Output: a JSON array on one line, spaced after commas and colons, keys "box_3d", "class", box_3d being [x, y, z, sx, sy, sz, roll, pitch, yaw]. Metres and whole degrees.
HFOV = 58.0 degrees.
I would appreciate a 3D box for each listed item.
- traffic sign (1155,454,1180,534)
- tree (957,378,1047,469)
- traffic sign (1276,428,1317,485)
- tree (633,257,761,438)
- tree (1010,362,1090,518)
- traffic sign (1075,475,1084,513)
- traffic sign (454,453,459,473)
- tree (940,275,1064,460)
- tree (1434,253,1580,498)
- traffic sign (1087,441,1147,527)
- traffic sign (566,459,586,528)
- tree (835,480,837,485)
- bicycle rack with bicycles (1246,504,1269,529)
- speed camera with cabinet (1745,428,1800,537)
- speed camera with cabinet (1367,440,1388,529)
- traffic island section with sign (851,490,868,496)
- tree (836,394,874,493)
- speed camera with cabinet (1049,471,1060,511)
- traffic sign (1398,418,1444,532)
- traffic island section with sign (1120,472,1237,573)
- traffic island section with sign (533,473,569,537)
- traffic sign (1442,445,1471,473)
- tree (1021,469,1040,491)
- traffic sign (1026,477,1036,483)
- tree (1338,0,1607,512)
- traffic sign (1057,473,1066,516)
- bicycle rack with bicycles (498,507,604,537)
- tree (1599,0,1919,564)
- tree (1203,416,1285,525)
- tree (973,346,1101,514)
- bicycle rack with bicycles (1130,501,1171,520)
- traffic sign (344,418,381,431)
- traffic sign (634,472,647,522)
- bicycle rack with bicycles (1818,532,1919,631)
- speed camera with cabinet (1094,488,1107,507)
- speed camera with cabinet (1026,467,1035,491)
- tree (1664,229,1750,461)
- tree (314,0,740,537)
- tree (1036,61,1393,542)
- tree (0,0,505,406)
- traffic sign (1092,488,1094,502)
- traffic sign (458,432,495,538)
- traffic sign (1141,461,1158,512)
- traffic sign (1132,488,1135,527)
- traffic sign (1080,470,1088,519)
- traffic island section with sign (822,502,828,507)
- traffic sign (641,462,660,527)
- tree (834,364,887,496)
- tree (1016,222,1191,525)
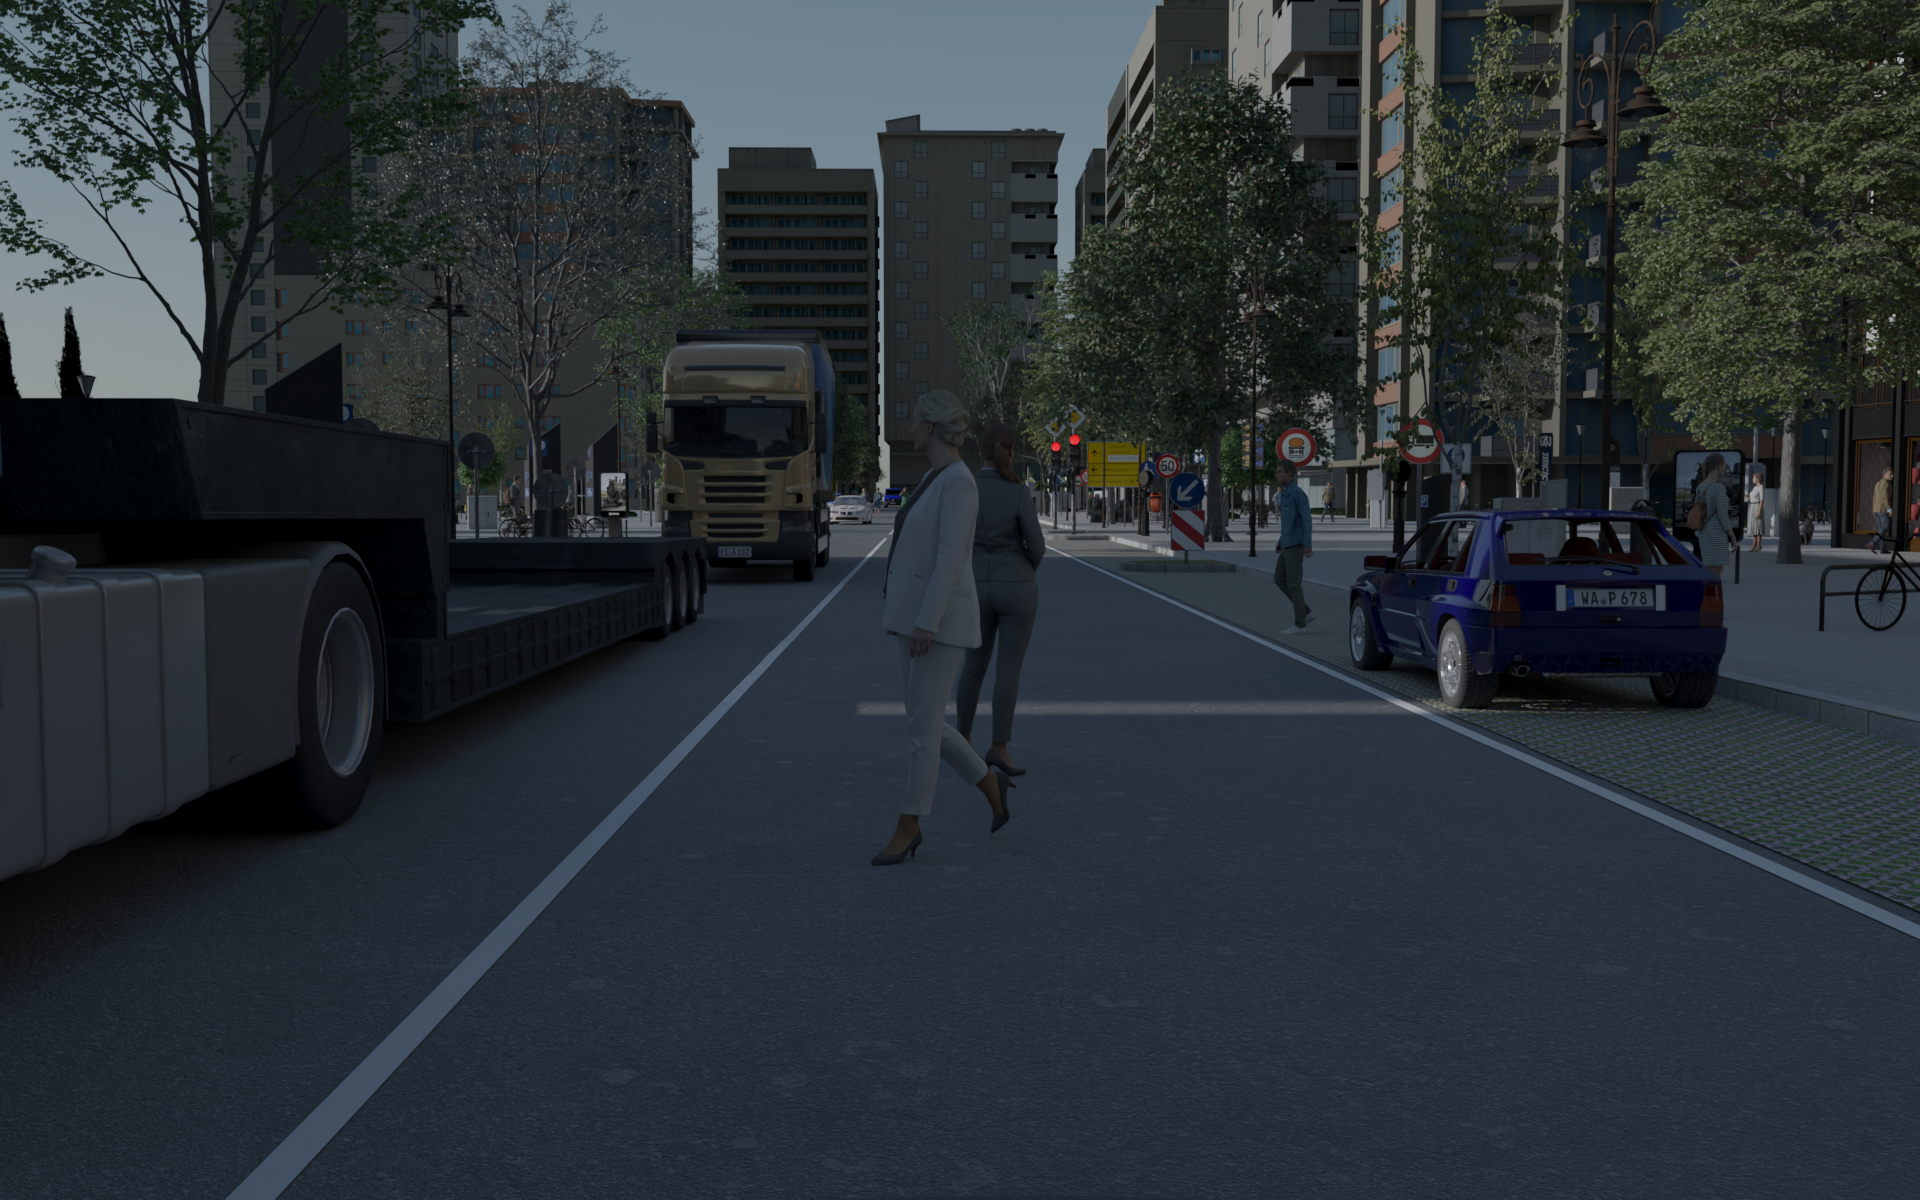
[{"box_3d": [6.594, -3.361, 55.061, 0.768, 2.556, 0.104, 0, 4, 7], "class": "traffic sign"}, {"box_3d": [4.152, -16.594, 181.674, 12.009, 13.543, 11.850, 0, 3, 0], "class": "tree"}, {"box_3d": [6.466, -2.034, 33.366, 0.768, 2.556, 0.104, 0, 4, 6], "class": "traffic sign"}, {"box_3d": [-11.949, -9.040, 73.558, 9.928, 11.665, 9.643, 0, 3, 0], "class": "tree"}, {"box_3d": [5.044, -8.769, 93.735, 4.737, 8.622, 4.395, 0, 3, 0], "class": "tree"}, {"box_3d": [7.951, -7.097, 116.143, 0.768, 2.556, 0.104, 0, 4, 3], "class": "traffic sign"}, {"box_3d": [-14.698, -3.021, 49.493, 0.768, 2.556, 0.104, 0, 4, 0], "class": "traffic sign"}, {"box_3d": [4.985, -17.918, 148.844, 12.611, 20.169, 13.585, 0, 3, 0], "class": "tree"}, {"box_3d": [16.670, -6.219, 52.047, 4.360, 8.622, 3.978, 0, 3, 0], "class": "tree"}, {"box_3d": [6.025, -4.450, 66.625, 2.265, 3.308, 0.079, 0, 4, 5], "class": "traffic sign"}, {"box_3d": [-13.902, -3.828, 62.694, 0.768, 2.556, 0.104, 0, 4, 8], "class": "traffic sign"}, {"box_3d": [-13.475, -11.389, 169.929, 4.285, 4.588, 4.351, 0, 3, 0], "class": "tree"}, {"box_3d": [11.752, -3.144, 64.781, 2.852, 0.926, 2.925, 2, 4, 25], "class": "bicycle rack with bicycles"}, {"box_3d": [24.265, -3.530, 52.047, 2.038, 3.252, 0.660, -1, 4, -21], "class": "speed camera with cabinet"}, {"box_3d": [15.542, -4.286, 64.409, 0.660, 3.252, 2.038, 1, 4, 19], "class": "speed camera with cabinet"}, {"box_3d": [-9.886, -9.515, 164.192, 1.989, 1.847, 2.006, 0, 4, -1], "class": "traffic island section with sign"}, {"box_3d": [-12.551, -15.266, 175.358, 9.928, 11.665, 9.643, 0, 3, 0], "class": "tree"}, {"box_3d": [7.137, -8.271, 129.560, 0.660, 3.252, 2.038, -1, 4, -13], "class": "speed camera with cabinet"}, {"box_3d": [7.760, -1.783, 29.252, 0.768, 2.556, 0.104, 0, 4, 6], "class": "traffic sign"}, {"box_3d": [4.026, -1.452, 32.361, 1.989, 1.847, 2.006, 0, 4, -1], "class": "traffic island section with sign"}, {"box_3d": [-7.486, -1.397, 31.467, 1.989, 1.847, 2.006, 0, 4, -1], "class": "traffic island section with sign"}, {"box_3d": [10.060, -2.023, 35.209, 0.606, 2.300, 0.079, 0, 4, 1], "class": "traffic sign"}, {"box_3d": [5.497, -8.513, 133.782, 1.663, 3.219, 1.824, 0, 3, 0], "class": "tree"}, {"box_3d": [5.362, -8.012, 130.722, 0.795, 2.593, 0.064, 0, 4, 3], "class": "traffic sign"}, {"box_3d": [7.495, -4.616, 25.841, 4.737, 8.622, 4.395, 0, 3, 0], "class": "tree"}, {"box_3d": [5.992, -6.261, 102.477, 0.768, 2.556, 0.104, 0, 4, 7], "class": "traffic sign"}, {"box_3d": [-11.232, -2.086, 47.482, 2.925, 0.926, 2.852, -1, 4, -19], "class": "bicycle rack with bicycles"}, {"box_3d": [15.352, -6.913, 31.150, 7.486, 12.596, 7.792, 0, 3, 0], "class": "tree"}, {"box_3d": [12.802, -5.483, 73.354, 4.285, 4.588, 4.351, 0, 3, 0], "class": "tree"}, {"box_3d": [5.319, -10.676, 108.959, 8.767, 10.594, 7.601, -1, 4, -19], "class": "tree"}, {"box_3d": [8.653, -4.374, 84.904, 2.852, 0.926, 2.925, -2, 4, -29], "class": "bicycle rack with bicycles"}, {"box_3d": [-9.997, -1.761, 28.894, 0.768, 2.556, 0.104, 0, 4, 4], "class": "traffic sign"}, {"box_3d": [-14.660, -4.736, 79.570, 0.606, 2.300, 0.079, 0, 4, 5], "class": "traffic sign"}, {"box_3d": [9.455, -0.146, 15.778, 2.925, 0.926, 2.852, -2, 4, -27], "class": "bicycle rack with bicycles"}, {"box_3d": [8.164, -6.248, 96.489, 0.660, 3.252, 2.038, -1, 4, -22], "class": "speed camera with cabinet"}, {"box_3d": [5.319, -8.116, 127.039, 0.660, 3.252, 2.038, -1, 4, -9], "class": "speed camera with cabinet"}, {"box_3d": [17.582, -5.725, 43.972, 4.737, 8.622, 4.395, 0, 3, 0], "class": "tree"}, {"box_3d": [-10.555, -8.111, 42.985, 12.009, 13.543, 11.850, 0, 3, 0], "class": "tree"}, {"box_3d": [6.744, -7.902, 46.212, 9.611, 12.733, 9.660, 0, 3, 0], "class": "tree"}, {"box_3d": [-9.765, -5.923, 22.595, 9.928, 11.665, 9.643, 0, 3, 0], "class": "tree"}, {"box_3d": [9.141, -7.275, 119.049, 0.768, 2.556, 0.104, 0, 4, 5], "class": "traffic sign"}, {"box_3d": [-9.933, -2.170, 35.589, 0.768, 2.556, 0.104, 0, 4, 0], "class": "traffic sign"}, {"box_3d": [7.223, -4.053, 66.380, 0.768, 2.556, 0.104, 0, 4, 4], "class": "traffic sign"}, {"box_3d": [6.778, -4.132, 67.659, 0.768, 2.556, 0.104, 0, 4, 2], "class": "traffic sign"}, {"box_3d": [6.597, -5.475, 89.620, 0.768, 2.556, 0.104, 0, 4, 5], "class": "traffic sign"}, {"box_3d": [-9.009, -6.494, 114.796, 1.989, 1.847, 2.006, 0, 4, -1], "class": "traffic island section with sign"}, {"box_3d": [-12.168, -4.162, 68.149, 0.768, 2.556, 0.104, 0, 3, 0], "class": "traffic sign"}, {"box_3d": [-12.063, -14.056, 146.825, 9.611, 12.733, 9.660, 0, 3, 0], "class": "tree"}, {"box_3d": [6.280, -9.490, 73.291, 7.486, 12.596, 7.792, 0, 3, 0], "class": "tree"}]
